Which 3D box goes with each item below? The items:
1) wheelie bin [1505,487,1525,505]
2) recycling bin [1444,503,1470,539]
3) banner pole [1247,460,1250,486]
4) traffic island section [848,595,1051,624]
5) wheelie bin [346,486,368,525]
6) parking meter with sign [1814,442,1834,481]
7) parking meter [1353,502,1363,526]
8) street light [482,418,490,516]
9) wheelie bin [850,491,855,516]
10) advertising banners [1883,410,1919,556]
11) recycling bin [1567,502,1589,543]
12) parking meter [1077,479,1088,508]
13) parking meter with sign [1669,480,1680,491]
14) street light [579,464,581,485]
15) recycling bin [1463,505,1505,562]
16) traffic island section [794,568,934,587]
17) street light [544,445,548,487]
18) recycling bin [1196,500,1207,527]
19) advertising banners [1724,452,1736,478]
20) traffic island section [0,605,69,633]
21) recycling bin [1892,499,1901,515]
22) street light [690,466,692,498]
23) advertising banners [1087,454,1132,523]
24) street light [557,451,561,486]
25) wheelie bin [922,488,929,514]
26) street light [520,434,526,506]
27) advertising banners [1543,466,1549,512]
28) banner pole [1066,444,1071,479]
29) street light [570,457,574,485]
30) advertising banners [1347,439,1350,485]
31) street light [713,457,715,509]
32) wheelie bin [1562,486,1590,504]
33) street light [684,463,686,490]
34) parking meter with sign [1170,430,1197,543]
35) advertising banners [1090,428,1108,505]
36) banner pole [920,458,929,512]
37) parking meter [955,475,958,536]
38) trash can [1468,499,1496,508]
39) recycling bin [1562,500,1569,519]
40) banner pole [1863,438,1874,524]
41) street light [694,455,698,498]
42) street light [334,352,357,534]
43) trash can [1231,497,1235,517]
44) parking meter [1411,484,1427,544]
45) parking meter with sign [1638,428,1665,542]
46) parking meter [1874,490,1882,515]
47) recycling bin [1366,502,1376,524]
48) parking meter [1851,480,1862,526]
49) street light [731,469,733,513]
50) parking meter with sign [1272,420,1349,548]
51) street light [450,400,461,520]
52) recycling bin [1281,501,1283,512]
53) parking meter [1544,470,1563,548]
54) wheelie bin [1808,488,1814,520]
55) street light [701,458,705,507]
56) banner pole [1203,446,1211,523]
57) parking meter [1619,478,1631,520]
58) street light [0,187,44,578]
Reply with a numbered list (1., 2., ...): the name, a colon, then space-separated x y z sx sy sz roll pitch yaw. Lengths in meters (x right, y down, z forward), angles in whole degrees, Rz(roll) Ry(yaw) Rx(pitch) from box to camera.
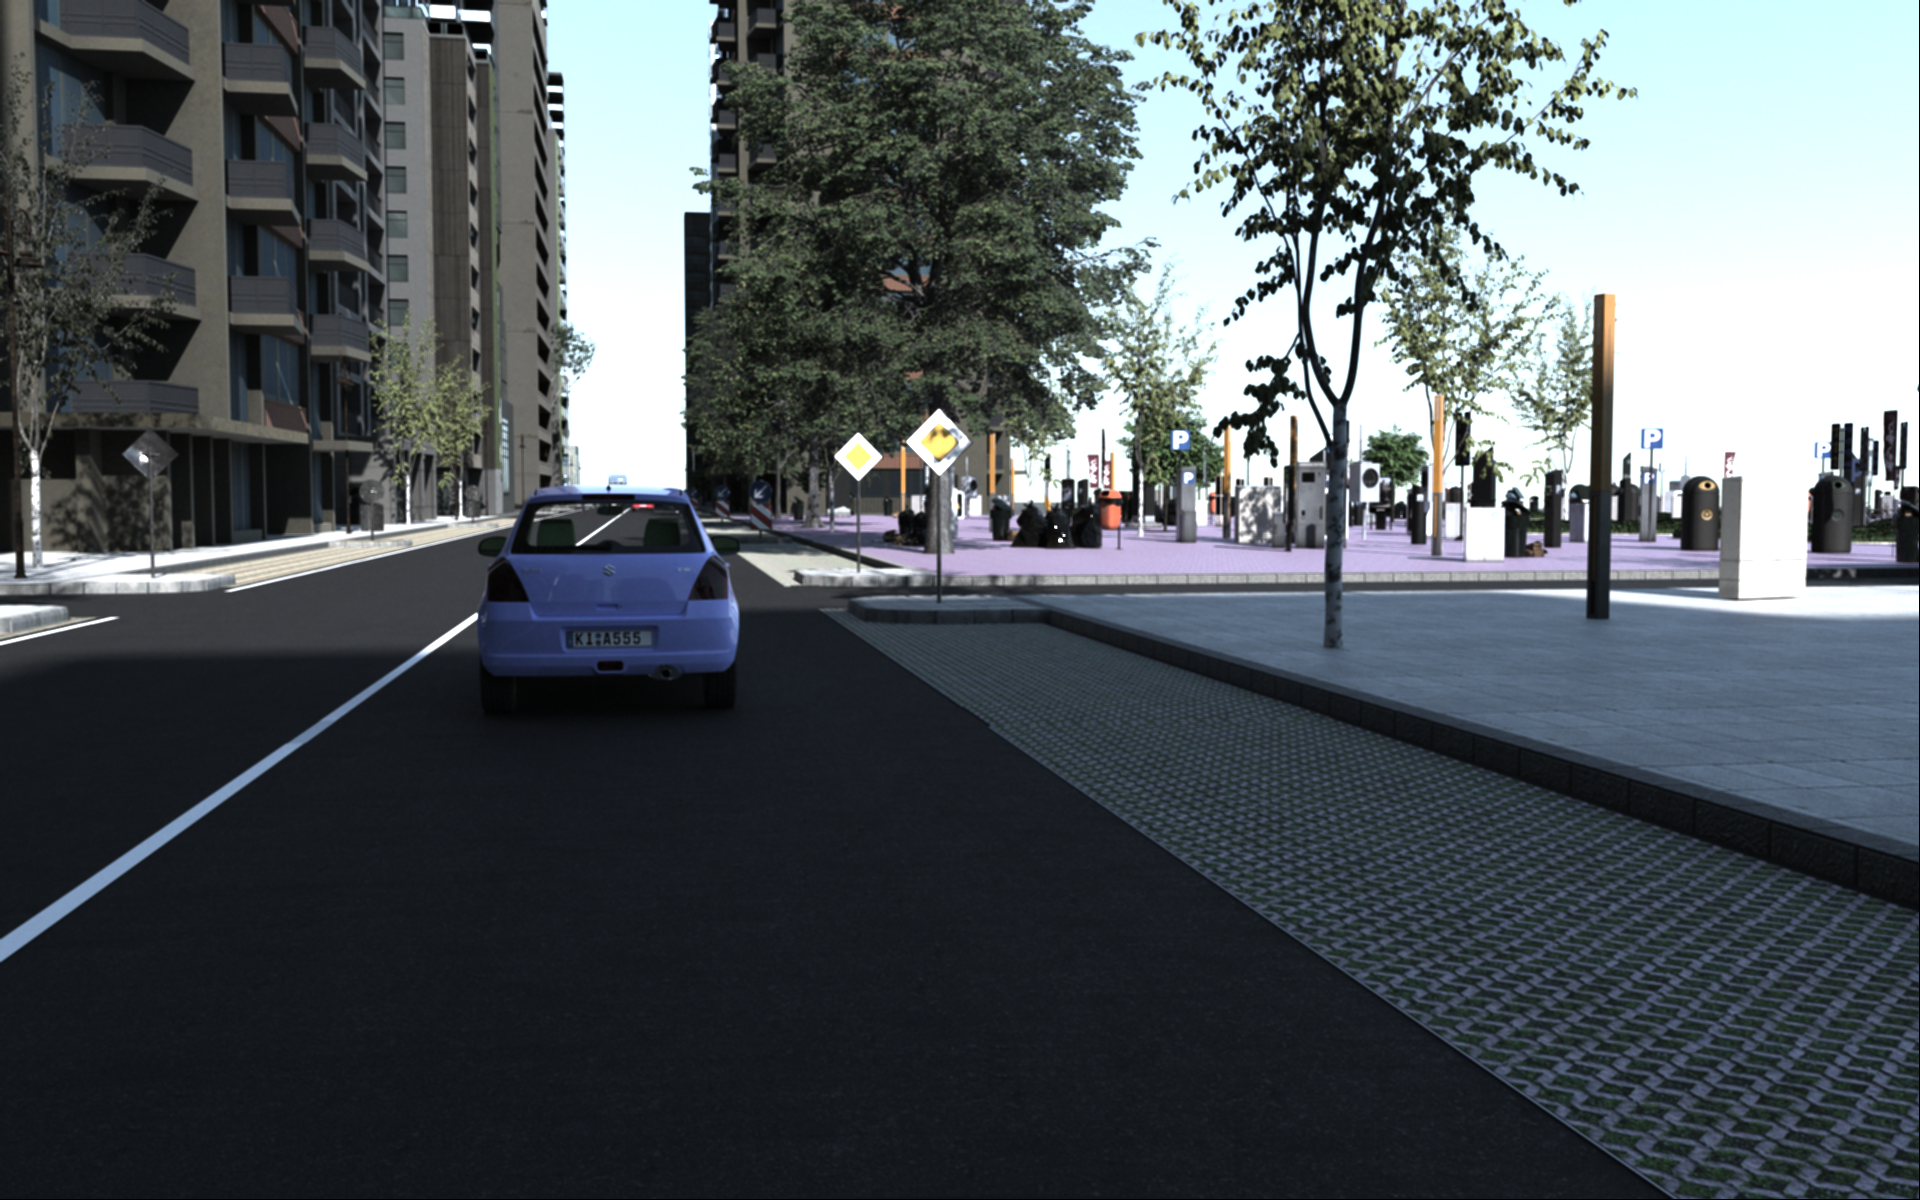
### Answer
1. wheelie bin: 24.799 -4.255 77.469 0.693 1.594 0.980 3 4 36
2. recycling bin: 14.267 -2.252 49.374 0.722 1.027 0.722 2 4 33
3. banner pole: 14.062 -5.775 84.431 0.401 3.779 0.863 1 4 20
4. traffic island section: -0.227 0.115 20.409 2.009 0.180 2.903 -1 4 -10
5. wheelie bin: -25.075 -3.931 72.173 0.693 1.594 0.980 1 4 16
6. parking meter with sign: 28.515 -3.723 57.133 0.543 3.016 1.738 1 4 23
7. parking meter: 16.169 -3.786 70.308 0.372 1.533 0.369 0 3 0
8. street light: -27.770 -7.872 101.496 0.468 5.910 1.993 -1 4 -10
9. wheelie bin: -6.650 -5.854 103.613 0.693 1.594 0.980 0 4 -6
10. advertising banners: 19.394 -2.397 35.379 0.090 3.025 2.074 0 4 -1
11. recycling bin: 16.745 -2.053 46.123 0.722 1.027 0.722 -1 4 -15
12. parking meter: 4.743 -3.745 66.935 0.255 1.863 0.399 -3 5 -41
13. parking meter with sign: 39.429 -6.058 95.301 1.738 3.016 0.543 3 5 45
14. street light: -53.363 -16.555 243.459 0.468 5.910 1.993 -1 4 -10
15. recycling bin: 9.958 -1.247 32.938 0.722 1.027 0.722 1 4 14
16. traffic island section: -1.634 -0.366 28.269 2.009 0.180 2.903 -1 4 -10
17. street light: -38.389 -11.499 160.797 0.468 5.910 1.993 -1 4 -10
18. recycling bin: 9.307 -3.434 68.701 0.722 1.027 0.722 -2 4 -32
19. advertising banners: 31.073 -4.603 71.440 2.074 3.025 0.090 -1 4 -14
20. traffic island section: -10.900 0.231 18.510 2.009 0.180 2.903 -1 4 -10
21. recycling bin: 48.092 -4.638 88.377 0.722 1.027 0.722 0 4 5
22. street light: -35.577 -15.676 229.093 0.468 5.910 1.993 -1 4 -10
23. advertising banners: 6.645 -4.912 76.494 2.074 3.025 0.090 0 4 1
24. street light: -42.393 -12.878 183.350 0.468 5.910 1.993 -1 4 -10
25. wheelie bin: -1.379 -4.771 85.918 0.980 1.594 0.693 -2 4 -24
26. street light: -33.105 -9.685 131.135 0.468 5.910 1.993 -1 4 -10
27. advertising banners: 33.430 -6.274 98.770 0.090 3.025 2.074 1 4 14
28. banner pole: 5.477 -5.956 87.405 0.401 3.779 0.863 1 4 19
29. street light: -47.844 -14.712 213.330 0.468 5.910 1.993 -1 4 -10
30. advertising banners: 12.018 -3.549 54.210 0.090 3.025 2.074 1 4 23
31. street light: -20.986 -10.697 147.679 0.468 5.910 1.993 -1 4 -10
32. wheelie bin: 23.330 -3.491 64.983 0.980 1.594 0.693 -1 4 -16
33. street light: -41.089 -17.526 259.331 0.468 5.910 1.993 -1 4 -10
34. parking meter with sign: 6.034 -3.065 46.371 0.543 3.016 1.738 0 4 -3
35. advertising banners: 3.772 -3.102 46.912 0.090 3.025 2.074 0 4 -2
36. banner pole: -1.860 -6.212 91.576 0.863 3.779 0.401 -2 4 -26
37. parking meter: -0.285 -2.862 52.508 0.399 1.863 0.255 3 5 40
38. trash can: 13.813 -2.092 45.854 0.748 1.137 0.748 0 3 0
39. recycling bin: 27.457 -4.000 77.957 0.722 1.027 0.722 2 4 30
40. banner pole: 35.523 -4.754 67.738 0.863 3.779 0.401 -3 5 -40
41. street light: -30.341 -13.873 199.604 0.468 5.910 1.993 -1 4 -10
42. street light: -19.796 -5.084 55.909 0.468 5.910 1.993 -1 4 -10
43. trash can: 15.023 -5.191 96.522 0.748 1.137 0.748 0 3 0
44. parking meter: 11.724 -2.190 44.220 0.372 1.533 0.369 0 3 0
45. parking meter with sign: 18.611 -3.088 46.756 0.543 3.016 1.738 1 4 19
46. parking meter: 51.443 -5.420 97.030 0.372 1.533 0.369 0 3 0
47. recycling bin: 17.944 -3.817 74.958 0.722 1.027 0.722 2 4 26
48. parking meter: 36.222 -3.933 70.023 0.399 1.863 0.255 0 4 7
49. street light: -15.450 -8.830 117.164 0.468 5.910 1.993 -1 4 -10
50. parking meter with sign: 8.297 -2.739 41.051 1.738 3.016 0.543 0 4 7
51. street light: -24.875 -6.889 85.426 0.468 5.910 1.993 -1 4 -10
52. recycling bin: 11.763 -3.185 64.636 0.722 1.027 0.722 -3 5 -43
53. parking meter: 14.226 -2.192 41.548 0.399 1.863 0.255 -3 4 -37
54. wheelie bin: 41.641 -4.683 84.474 0.980 1.594 0.693 -3 4 -38
55. street light: -26.258 -12.509 177.310 0.468 5.910 1.993 -1 4 -10
56. banner pole: 10.929 -5.329 77.144 0.401 3.779 0.863 2 4 24
57. parking meter: 24.373 -3.534 63.495 0.255 1.863 0.399 -1 4 -11
58. street light: -14.325 -3.269 26.231 0.468 5.910 1.993 -1 4 -10
